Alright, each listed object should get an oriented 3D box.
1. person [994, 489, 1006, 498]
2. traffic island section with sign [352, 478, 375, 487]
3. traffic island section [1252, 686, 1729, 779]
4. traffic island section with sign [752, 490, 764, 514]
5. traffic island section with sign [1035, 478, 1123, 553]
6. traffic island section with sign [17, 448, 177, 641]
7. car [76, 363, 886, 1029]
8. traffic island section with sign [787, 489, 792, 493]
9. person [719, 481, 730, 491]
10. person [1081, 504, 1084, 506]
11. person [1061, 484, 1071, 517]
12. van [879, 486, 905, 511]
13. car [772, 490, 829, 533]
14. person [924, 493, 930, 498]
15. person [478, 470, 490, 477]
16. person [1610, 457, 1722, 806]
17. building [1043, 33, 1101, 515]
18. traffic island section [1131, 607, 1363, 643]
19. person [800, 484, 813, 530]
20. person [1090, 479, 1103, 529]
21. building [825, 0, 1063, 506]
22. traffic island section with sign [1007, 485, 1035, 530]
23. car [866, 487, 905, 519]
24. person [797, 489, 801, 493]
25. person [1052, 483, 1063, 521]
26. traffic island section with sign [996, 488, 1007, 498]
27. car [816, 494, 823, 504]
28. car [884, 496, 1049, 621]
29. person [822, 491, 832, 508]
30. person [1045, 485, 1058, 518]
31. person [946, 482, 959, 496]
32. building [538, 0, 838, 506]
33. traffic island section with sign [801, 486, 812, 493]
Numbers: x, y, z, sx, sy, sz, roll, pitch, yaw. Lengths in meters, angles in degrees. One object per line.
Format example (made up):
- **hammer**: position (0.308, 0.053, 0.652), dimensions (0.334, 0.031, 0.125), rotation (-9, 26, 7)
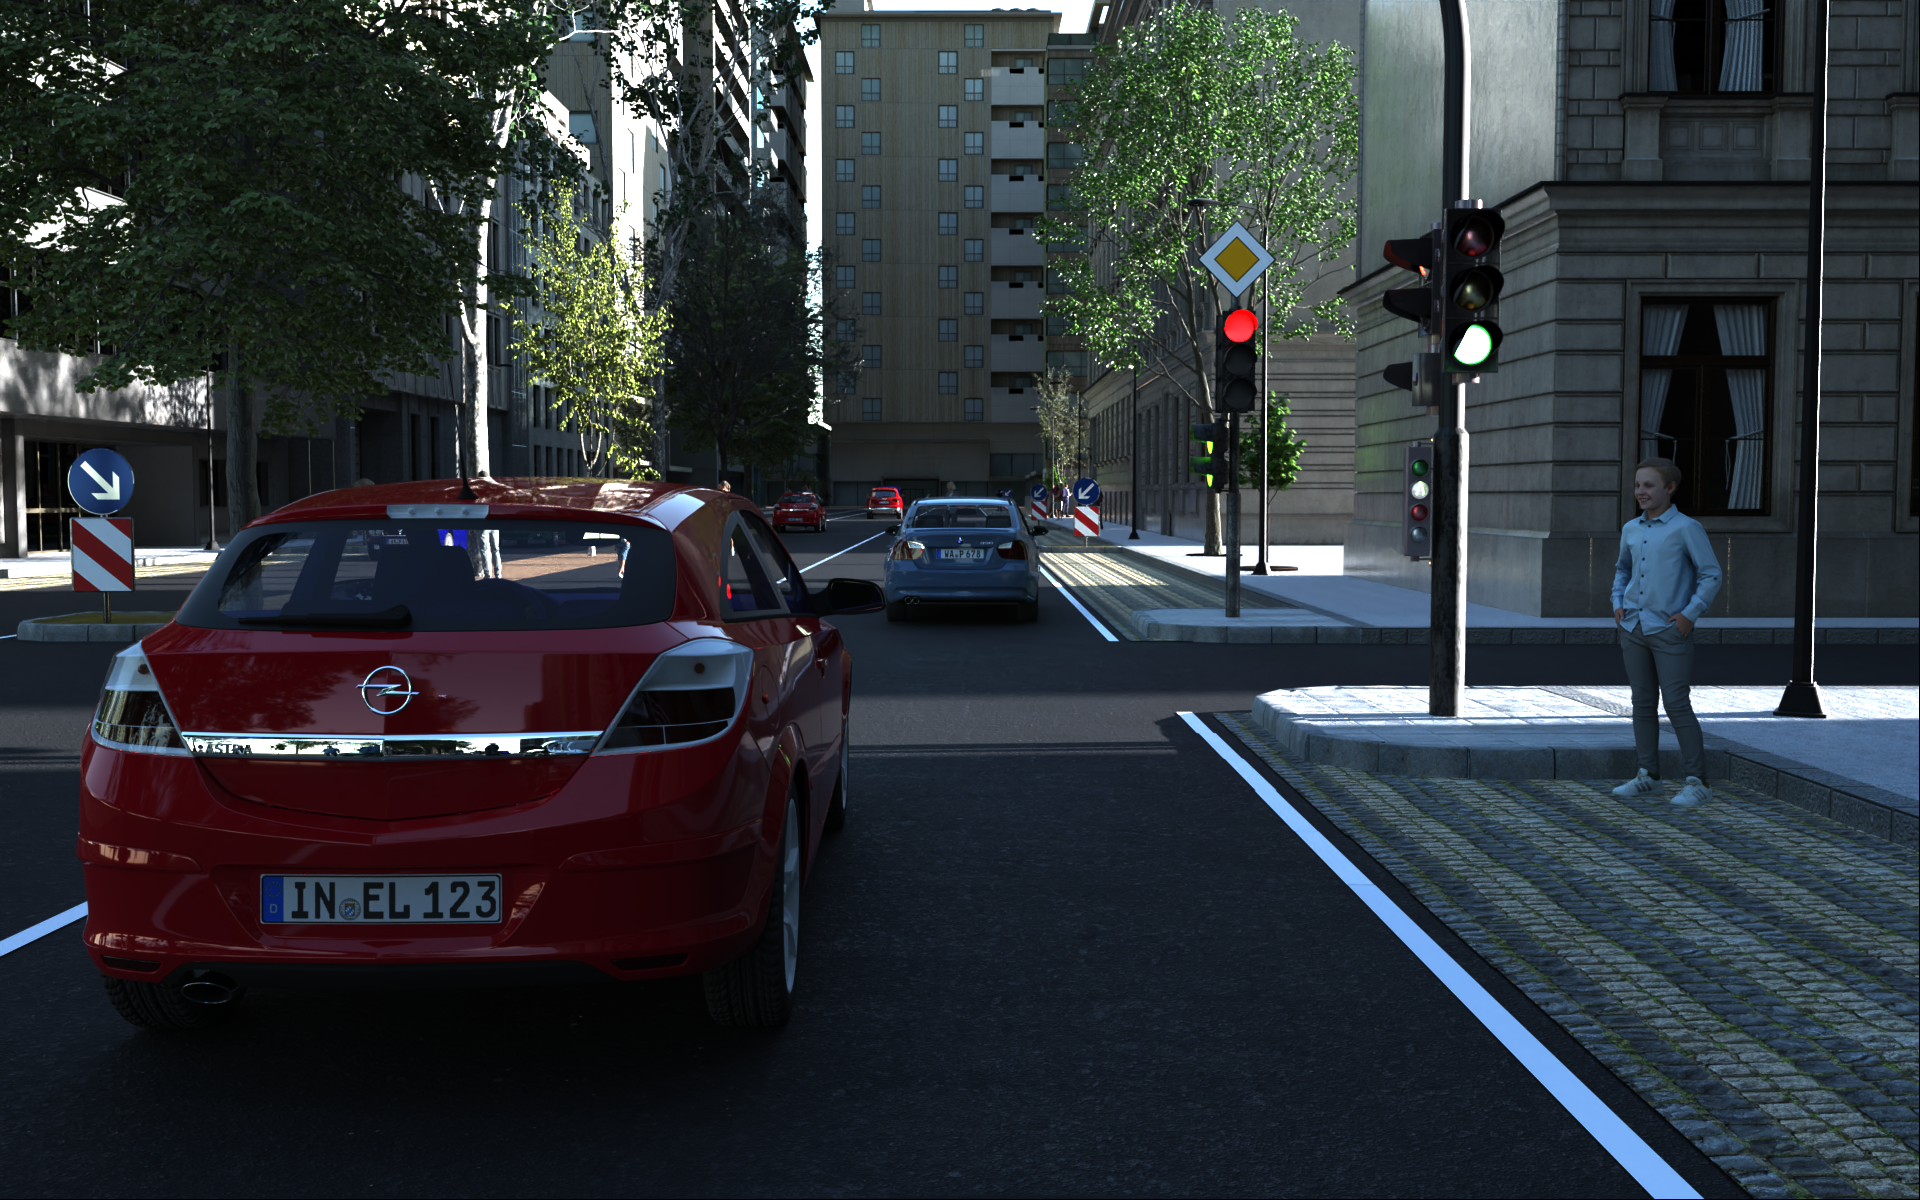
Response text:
- **person**: position (3.224, -8.080, 140.623), dimensions (1.348, 1.822, 0.705), rotation (1, 4, 15)
- **traffic island section with sign**: position (-14.875, -2.090, 42.801), dimensions (1.989, 1.847, 2.006), rotation (0, 4, 0)
- **traffic island section**: position (2.842, 0.746, 10.090), dimensions (2.009, 0.180, 2.903), rotation (0, 4, 0)
- **traffic island section with sign**: position (-14.640, -6.824, 120.206), dimensions (1.989, 1.847, 2.006), rotation (0, 4, 0)
- **traffic island section with sign**: position (2.948, -2.082, 42.674), dimensions (1.989, 1.847, 2.006), rotation (0, 4, 0)
- **traffic island section with sign**: position (-8.483, -0.589, 17.771), dimensions (2.006, 1.907, 1.989), rotation (0, 4, 0)
- **car**: position (-1.353, 0.178, 6.134), dimensions (2.155, 1.783, 4.494), rotation (0, 4, -1)
- **traffic island section with sign**: position (-14.545, -8.473, 147.161), dimensions (1.989, 1.847, 2.006), rotation (0, 4, 0)
- **person**: position (-5.305, -1.821, 39.022), dimensions (0.466, 1.731, 0.760), rotation (0, 4, 6)
- **person**: position (7.143, -5.740, 100.423), dimensions (0.617, 1.759, 0.750), rotation (1, 4, 14)
- **person**: position (5.910, -5.491, 95.682), dimensions (0.709, 1.838, 0.599), rotation (3, 5, 43)
- **van**: position (-5.681, -8.391, 141.575), dimensions (2.240, 2.365, 5.245), rotation (0, 4, 2)
- **car**: position (-6.051, -3.451, 65.460), dimensions (2.155, 1.783, 4.494), rotation (0, 4, -1)
- **person**: position (-1.694, -4.830, 90.067), dimensions (0.523, 1.515, 0.503), rotation (-3, 4, -38)
- **person**: position (-7.603, -1.180, 27.886), dimensions (0.391, 1.810, 0.635), rotation (3, 5, 40)
- **person**: position (3.276, 0.133, 8.144), dimensions (0.330, 1.601, 0.589), rotation (-1, 4, -21)
- **building**: position (12.349, -20.851, 112.610), dimensions (14.160, 30.474, 14.107), rotation (0, 4, 0)
- **traffic island section**: position (2.867, 0.257, 18.075), dimensions (2.009, 0.180, 2.903), rotation (0, 4, 0)
- **person**: position (-5.946, -3.686, 68.608), dimensions (0.795, 1.843, 0.661), rotation (-2, 4, -33)
- **person**: position (4.882, -3.478, 62.868), dimensions (0.622, 1.834, 0.822), rotation (-1, 4, -13)
- **building**: position (-1.175, -36.785, 190.666), dimensions (27.495, 52.752, 28.713), rotation (0, 4, 0)
- **traffic island section with sign**: position (3.032, -3.731, 69.629), dimensions (1.989, 1.847, 2.006), rotation (0, 4, 0)
- **car**: position (-4.363, -5.618, 100.526), dimensions (2.281, 1.827, 5.304), rotation (0, 4, -1)
- **person**: position (-13.939, -8.660, 149.959), dimensions (0.709, 1.838, 0.599), rotation (0, 4, -3)
- **person**: position (4.752, -4.767, 83.957), dimensions (0.580, 1.828, 0.573), rotation (1, 4, 18)
- **traffic island section with sign**: position (3.263, -8.450, 146.784), dimensions (1.989, 1.847, 2.006), rotation (0, 4, 0)
- **car**: position (-10.518, -6.646, 120.465), dimensions (2.131, 1.459, 4.920), rotation (0, 4, 1)
- **car**: position (0.067, -0.541, 20.848), dimensions (2.014, 1.417, 4.499), rotation (0, 4, 2)
- **person**: position (-13.415, -10.113, 174.678), dimensions (1.217, 1.723, 0.721), rotation (0, 4, 3)
- **person**: position (5.074, -5.379, 94.534), dimensions (0.990, 1.755, 0.434), rotation (1, 4, 22)
- **person**: position (-0.264, -2.617, 51.466), dimensions (0.537, 1.800, 0.526), rotation (3, 5, 44)
- **building**: position (-28.692, -36.814, 191.143), dimensions (27.495, 52.752, 28.713), rotation (0, 4, 0)
- **traffic island section with sign**: position (-8.262, -5.185, 92.909), dimensions (2.006, 1.907, 1.989), rotation (0, 4, 0)
